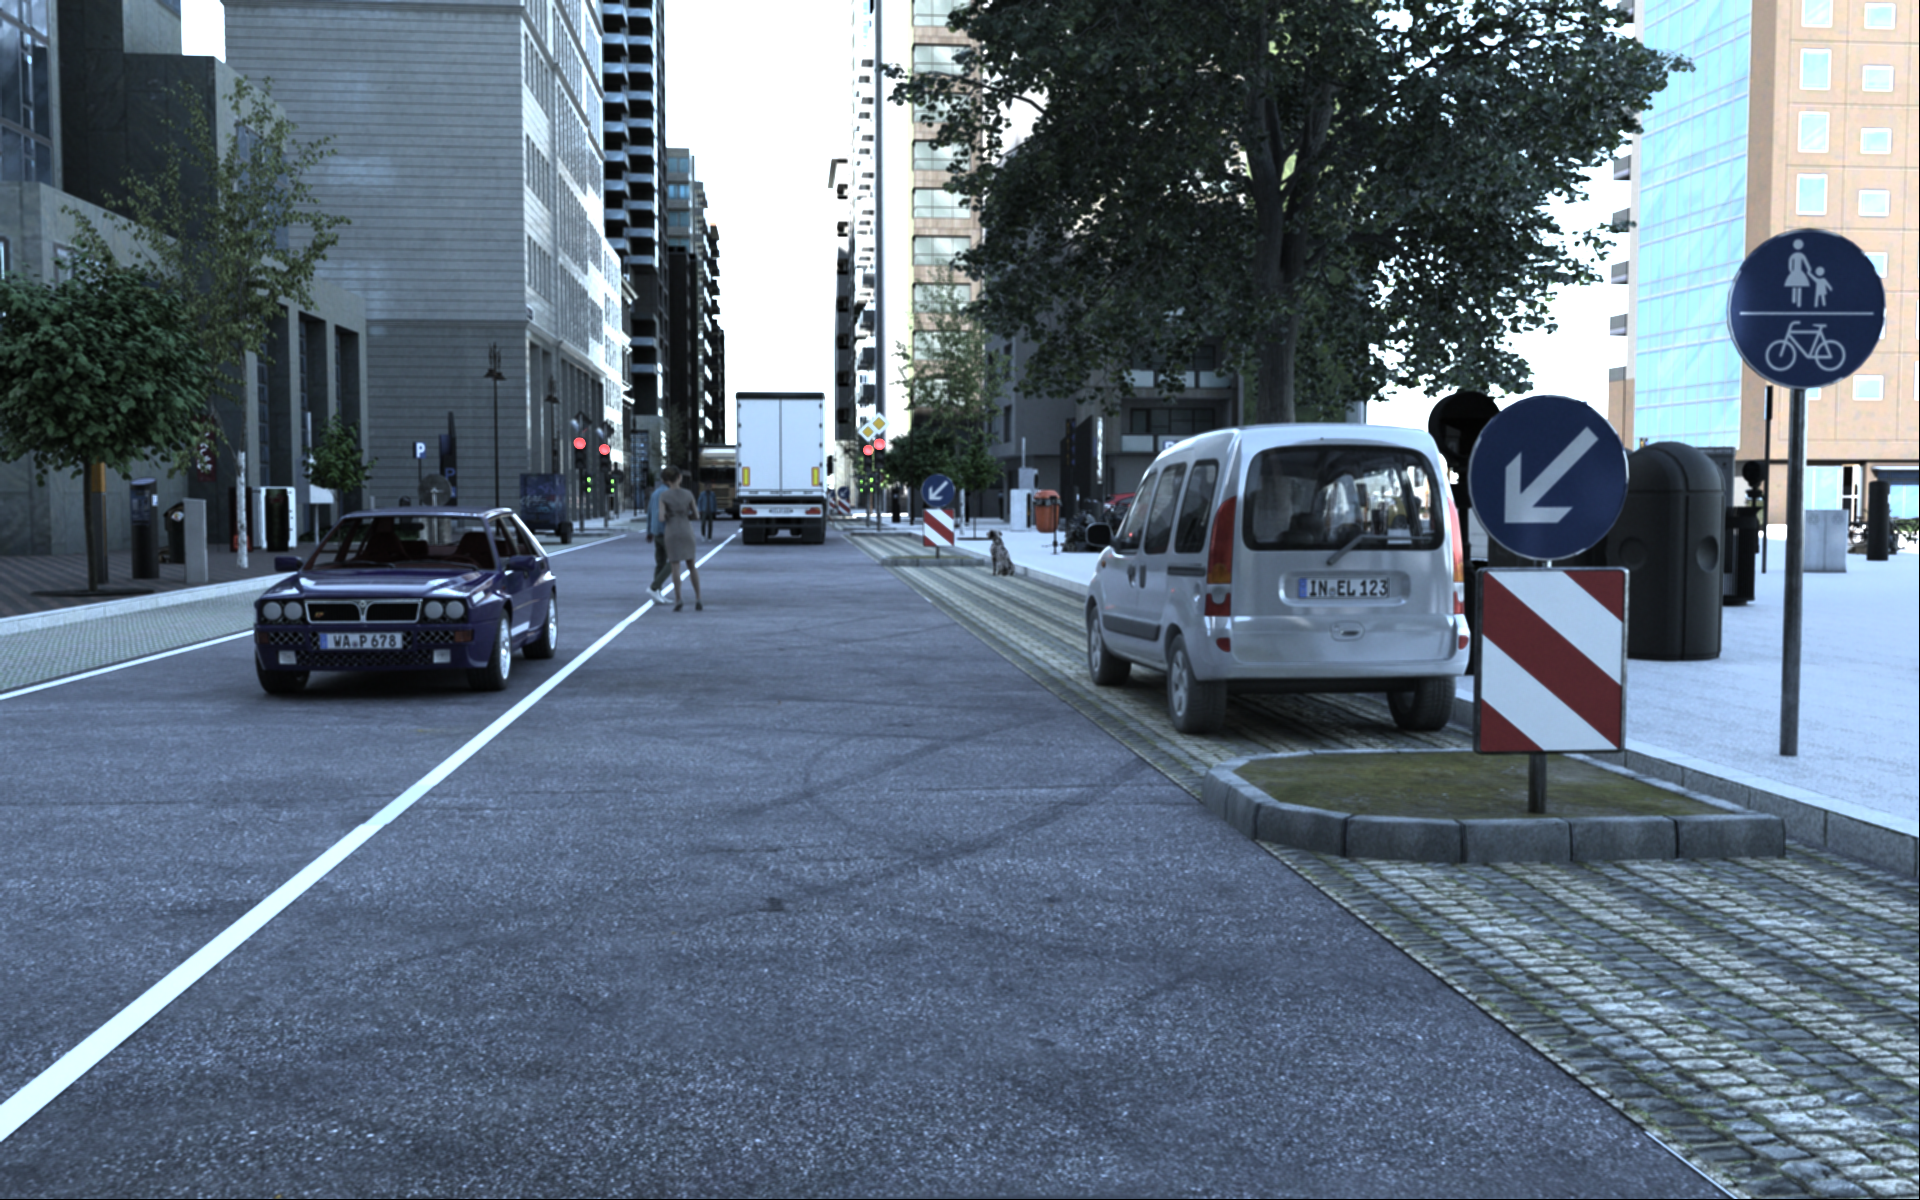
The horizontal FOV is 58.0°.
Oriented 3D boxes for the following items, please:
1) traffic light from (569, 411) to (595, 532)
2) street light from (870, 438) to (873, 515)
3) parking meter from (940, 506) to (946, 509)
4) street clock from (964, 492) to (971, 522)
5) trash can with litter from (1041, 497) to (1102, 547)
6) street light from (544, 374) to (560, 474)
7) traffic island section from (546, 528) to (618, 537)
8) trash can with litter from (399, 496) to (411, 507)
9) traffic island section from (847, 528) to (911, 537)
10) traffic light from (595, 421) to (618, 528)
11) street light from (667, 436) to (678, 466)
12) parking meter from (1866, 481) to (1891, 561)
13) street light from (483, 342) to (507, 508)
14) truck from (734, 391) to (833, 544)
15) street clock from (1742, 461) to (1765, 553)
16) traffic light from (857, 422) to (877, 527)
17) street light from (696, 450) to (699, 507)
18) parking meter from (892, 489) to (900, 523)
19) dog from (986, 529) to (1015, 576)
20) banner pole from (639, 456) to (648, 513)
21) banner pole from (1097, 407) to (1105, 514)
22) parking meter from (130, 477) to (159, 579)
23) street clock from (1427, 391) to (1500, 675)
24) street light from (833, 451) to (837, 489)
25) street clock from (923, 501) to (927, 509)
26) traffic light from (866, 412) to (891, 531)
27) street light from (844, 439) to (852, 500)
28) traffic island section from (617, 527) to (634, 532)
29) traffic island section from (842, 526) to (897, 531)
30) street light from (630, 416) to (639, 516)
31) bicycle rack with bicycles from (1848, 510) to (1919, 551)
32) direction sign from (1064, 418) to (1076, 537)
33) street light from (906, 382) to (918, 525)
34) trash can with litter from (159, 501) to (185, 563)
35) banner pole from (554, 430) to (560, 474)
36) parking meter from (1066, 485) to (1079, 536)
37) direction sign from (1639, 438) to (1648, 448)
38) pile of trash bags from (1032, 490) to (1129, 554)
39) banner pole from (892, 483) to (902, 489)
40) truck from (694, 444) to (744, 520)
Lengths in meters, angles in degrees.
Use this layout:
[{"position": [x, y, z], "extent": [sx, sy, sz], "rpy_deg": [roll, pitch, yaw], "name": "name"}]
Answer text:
[{"position": [-12.753, -4.249, 58.385], "extent": [0.839, 4.253, 0.868], "rpy_deg": [0, 4, -6], "name": "traffic light"}, {"position": [-5.428, -8.142, 105.913], "extent": [0.468, 5.910, 1.993], "rpy_deg": [0, 4, -6], "name": "street light"}, {"position": [-0.744, -3.971, 73.331], "extent": [0.372, 1.533, 0.369], "rpy_deg": [0, 3, 0], "name": "parking meter"}, {"position": [0.324, -4.523, 78.528], "extent": [0.358, 2.002, 0.471], "rpy_deg": [0, 4, 1], "name": "street clock"}, {"position": [2.877, -1.934, 42.682], "extent": [2.233, 1.210, 1.678], "rpy_deg": [-2, 4, -27], "name": "trash can with litter"}, {"position": [-15.650, -5.738, 66.599], "extent": [0.468, 5.910, 1.993], "rpy_deg": [0, 4, -6], "name": "street light"}, {"position": [-12.794, -2.216, 58.516], "extent": [2.009, 0.180, 2.903], "rpy_deg": [0, 4, -6], "name": "traffic island section"}, {"position": [-17.333, -2.573, 53.123], "extent": [1.678, 1.210, 2.233], "rpy_deg": [1, 4, 15], "name": "trash can with litter"}, {"position": [-2.752, -2.278, 59.519], "extent": [2.009, 0.180, 2.903], "rpy_deg": [0, 4, -6], "name": "traffic island section"}, {"position": [-13.554, -4.735, 66.330], "extent": [0.839, 4.253, 0.868], "rpy_deg": [0, 4, -6], "name": "traffic light"}, {"position": [-22.547, -9.932, 135.173], "extent": [0.468, 5.910, 1.993], "rpy_deg": [0, 4, -6], "name": "street light"}, {"position": [17.715, -1.528, 33.398], "extent": [0.372, 1.533, 0.369], "rpy_deg": [0, 3, 0], "name": "parking meter"}, {"position": [-14.146, -4.896, 52.837], "extent": [0.468, 5.910, 1.993], "rpy_deg": [0, 4, -6], "name": "street light"}, {"position": [-5.290, -3.905, 52.754], "extent": [2.839, 4.237, 11.283], "rpy_deg": [0, 4, -4], "name": "truck"}, {"position": [17.174, -2.012, 37.464], "extent": [0.358, 2.002, 0.471], "rpy_deg": [-2, 4, -26], "name": "street clock"}, {"position": [-3.594, -4.797, 67.346], "extent": [0.839, 4.253, 0.868], "rpy_deg": [0, 4, -6], "name": "traffic light"}, {"position": [-26.803, -12.501, 177.184], "extent": [0.468, 5.910, 1.993], "rpy_deg": [0, 4, -6], "name": "street light"}, {"position": [-2.861, -4.232, 77.598], "extent": [0.372, 1.533, 0.369], "rpy_deg": [0, 3, 0], "name": "parking meter"}, {"position": [0.703, -0.823, 30.286], "extent": [0.513, 0.831, 0.800], "rpy_deg": [0, 4, 3], "name": "dog"}, {"position": [-20.972, -7.626, 114.700], "extent": [0.863, 3.779, 0.401], "rpy_deg": [2, 4, 28], "name": "banner pole"}, {"position": [4.066, -3.660, 49.853], "extent": [0.401, 3.779, 0.863], "rpy_deg": [1, 4, 21], "name": "banner pole"}, {"position": [-12.370, -1.092, 26.271], "extent": [0.372, 1.533, 0.369], "rpy_deg": [0, 3, 0], "name": "parking meter"}, {"position": [3.568, -0.472, 12.286], "extent": [0.471, 2.002, 0.358], "rpy_deg": [0, 4, -4], "name": "street clock"}, {"position": [-13.283, -12.905, 183.777], "extent": [0.468, 5.910, 1.993], "rpy_deg": [0, 4, -6], "name": "street light"}, {"position": [-1.738, -4.973, 85.886], "extent": [0.471, 2.002, 0.358], "rpy_deg": [-1, 4, -15], "name": "street clock"}, {"position": [-2.793, -4.311, 59.401], "extent": [0.839, 4.253, 0.868], "rpy_deg": [0, 4, -6], "name": "traffic light"}, {"position": [-9.781, -10.755, 148.629], "extent": [0.468, 5.910, 1.993], "rpy_deg": [0, 4, -6], "name": "street light"}, {"position": [-13.595, -2.702, 66.461], "extent": [2.009, 0.180, 2.903], "rpy_deg": [0, 4, -6], "name": "traffic island section"}, {"position": [-3.553, -2.764, 67.464], "extent": [2.009, 0.180, 2.903], "rpy_deg": [0, 4, -6], "name": "traffic island section"}, {"position": [-18.949, -7.836, 100.901], "extent": [0.468, 5.910, 1.993], "rpy_deg": [0, 4, -6], "name": "street light"}, {"position": [21.221, -1.635, 40.111], "extent": [2.852, 0.926, 2.925], "rpy_deg": [-3, 5, -42], "name": "bicycle rack with bicycles"}, {"position": [3.311, -3.658, 51.799], "extent": [0.379, 3.537, 0.876], "rpy_deg": [-1, 4, -14], "name": "direction sign"}, {"position": [-1.995, -6.030, 71.382], "extent": [0.468, 5.910, 1.993], "rpy_deg": [0, 4, -6], "name": "street light"}, {"position": [-14.642, -1.269, 32.136], "extent": [1.055, 1.170, 0.624], "rpy_deg": [2, 4, 26], "name": "trash can with litter"}, {"position": [-15.896, -4.788, 68.296], "extent": [0.401, 3.779, 0.863], "rpy_deg": [-3, 4, -36], "name": "banner pole"}, {"position": [3.191, -2.498, 49.252], "extent": [0.372, 1.533, 0.369], "rpy_deg": [0, 3, 0], "name": "parking meter"}, {"position": [27.716, -4.788, 70.284], "extent": [0.379, 3.537, 0.876], "rpy_deg": [3, 5, 41], "name": "direction sign"}, {"position": [2.975, -1.723, 37.931], "extent": [3.447, 1.369, 1.912], "rpy_deg": [-3, 4, -39], "name": "pile of trash bags"}, {"position": [-4.233, -7.620, 114.596], "extent": [0.863, 3.779, 0.401], "rpy_deg": [-1, 4, -21], "name": "banner pole"}, {"position": [-13.612, -6.750, 99.271], "extent": [2.839, 4.237, 11.283], "rpy_deg": [0, 4, -6], "name": "truck"}]
